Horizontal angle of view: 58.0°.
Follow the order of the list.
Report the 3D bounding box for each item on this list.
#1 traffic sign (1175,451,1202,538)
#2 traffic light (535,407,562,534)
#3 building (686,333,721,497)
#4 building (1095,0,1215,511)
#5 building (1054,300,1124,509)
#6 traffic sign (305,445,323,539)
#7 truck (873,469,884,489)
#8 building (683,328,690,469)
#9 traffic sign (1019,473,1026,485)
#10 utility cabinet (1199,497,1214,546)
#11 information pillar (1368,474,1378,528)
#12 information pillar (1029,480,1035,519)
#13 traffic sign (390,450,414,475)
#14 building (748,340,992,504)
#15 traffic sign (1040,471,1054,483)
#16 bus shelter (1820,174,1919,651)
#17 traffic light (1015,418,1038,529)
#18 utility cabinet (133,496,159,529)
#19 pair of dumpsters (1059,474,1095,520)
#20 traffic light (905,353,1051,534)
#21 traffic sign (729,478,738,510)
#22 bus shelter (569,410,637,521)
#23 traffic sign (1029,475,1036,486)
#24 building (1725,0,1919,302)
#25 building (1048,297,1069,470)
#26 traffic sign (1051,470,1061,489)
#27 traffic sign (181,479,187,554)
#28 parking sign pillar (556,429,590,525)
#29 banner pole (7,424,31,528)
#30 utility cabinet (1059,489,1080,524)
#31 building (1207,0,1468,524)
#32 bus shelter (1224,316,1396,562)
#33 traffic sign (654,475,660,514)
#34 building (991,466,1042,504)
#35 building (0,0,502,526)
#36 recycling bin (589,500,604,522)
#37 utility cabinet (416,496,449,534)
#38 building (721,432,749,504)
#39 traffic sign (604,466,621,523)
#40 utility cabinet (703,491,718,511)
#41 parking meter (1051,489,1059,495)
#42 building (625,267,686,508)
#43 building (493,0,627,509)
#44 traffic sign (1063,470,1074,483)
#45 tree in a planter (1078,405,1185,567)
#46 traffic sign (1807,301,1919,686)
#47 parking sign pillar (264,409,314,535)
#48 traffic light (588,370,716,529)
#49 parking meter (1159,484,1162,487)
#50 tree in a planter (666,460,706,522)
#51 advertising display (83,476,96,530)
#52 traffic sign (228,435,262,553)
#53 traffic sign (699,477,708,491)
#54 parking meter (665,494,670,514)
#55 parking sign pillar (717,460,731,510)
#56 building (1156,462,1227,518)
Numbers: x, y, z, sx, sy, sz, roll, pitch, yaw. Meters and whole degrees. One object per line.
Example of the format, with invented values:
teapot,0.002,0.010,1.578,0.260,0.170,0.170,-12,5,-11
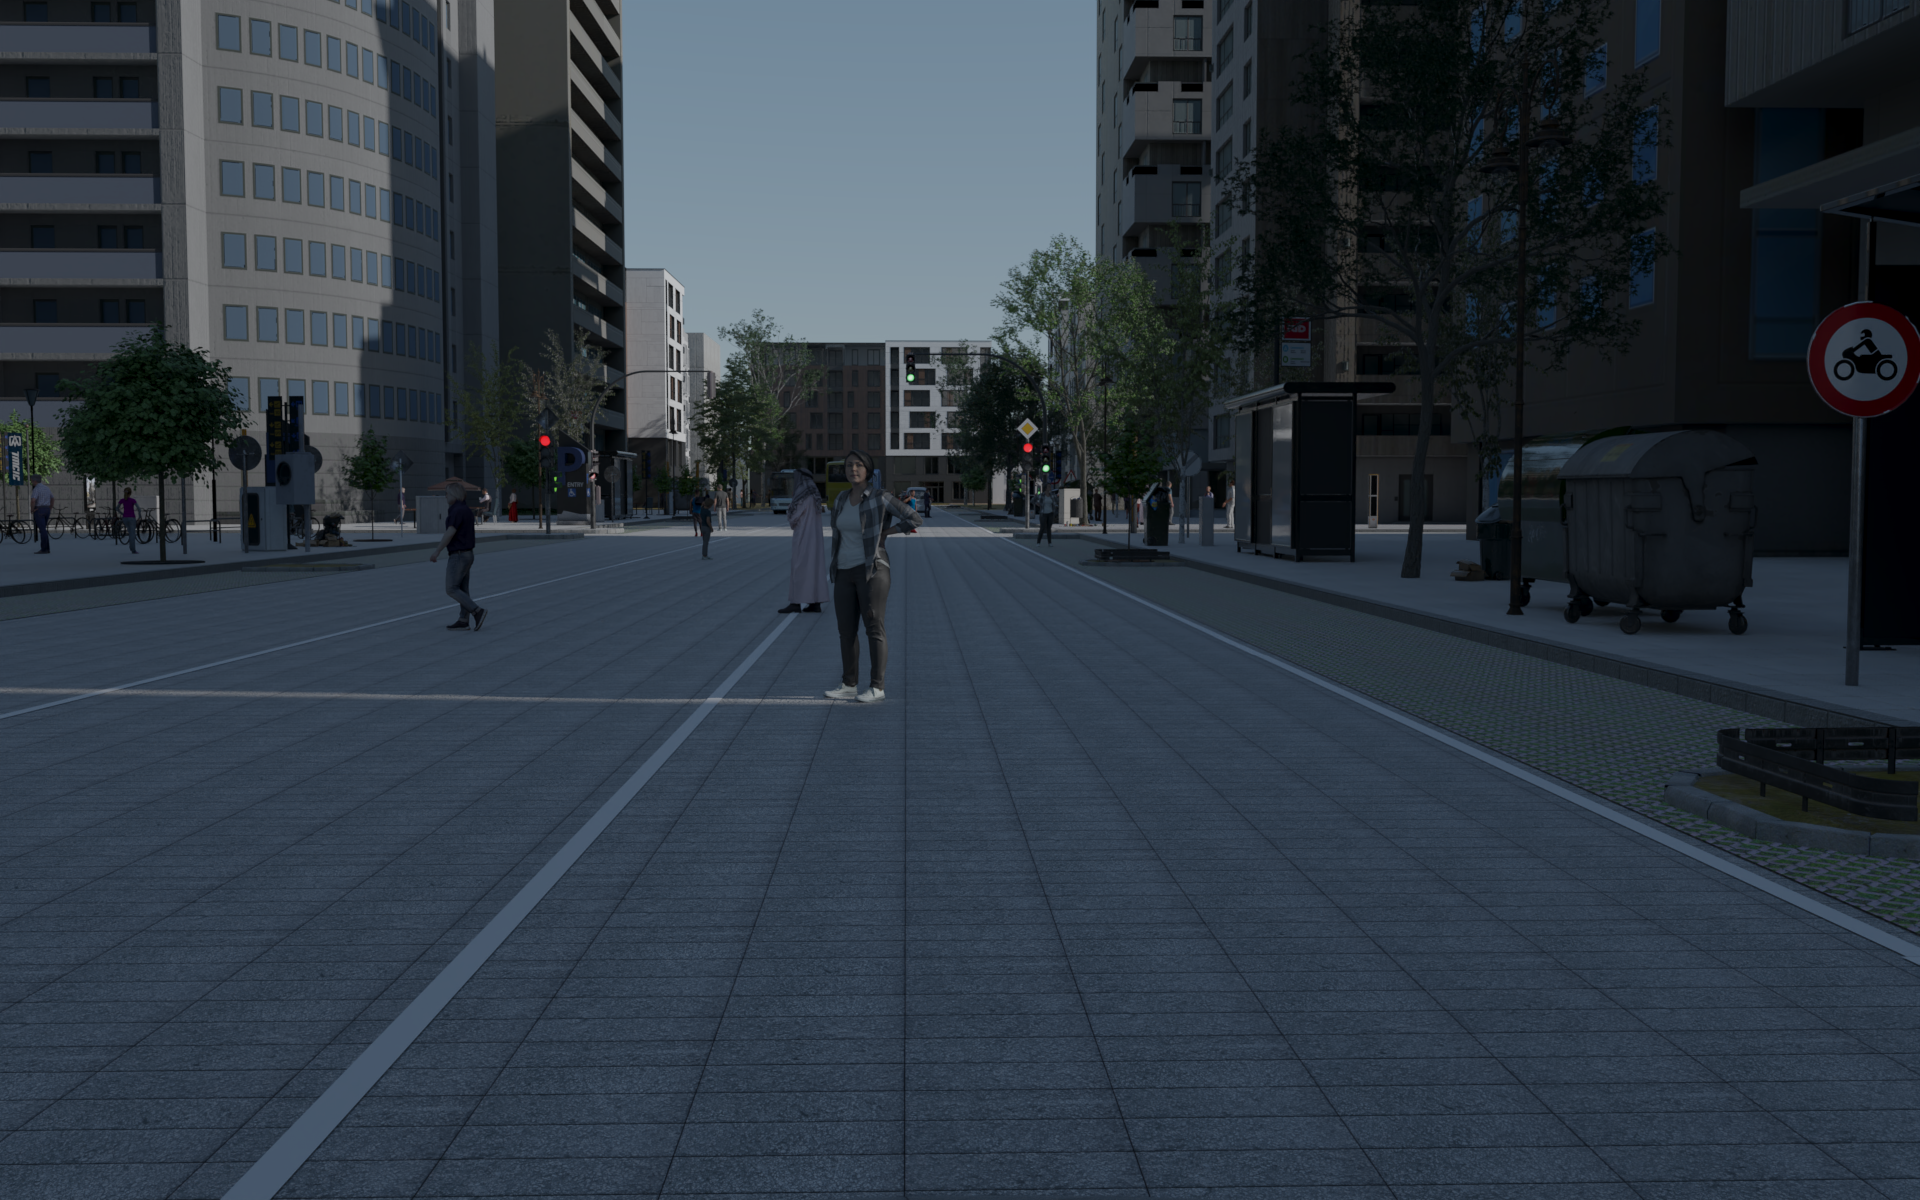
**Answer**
traffic sign,6.688,-3.097,50.737,0.768,2.556,0.104,0,4,4
traffic light,-13.213,-4.075,55.546,0.839,4.253,0.868,0,4,-2
building,-43.990,-20.254,197.616,31.486,18.905,16.747,0,4,-2
building,24.605,-32.792,125.385,28.713,52.752,27.495,0,4,-2
building,18.328,-17.932,159.653,16.747,18.905,31.486,0,4,-2
traffic sign,-17.082,-2.770,45.396,0.768,2.556,0.104,0,4,2
truck,-9.802,-11.794,182.592,2.967,4.110,18.799,0,4,-1
building,-35.691,-19.579,176.533,16.016,20.091,11.380,0,4,-2
traffic sign,3.794,-6.372,104.296,0.768,2.556,0.104,0,4,1
utility cabinet,6.138,-1.954,43.105,0.306,1.237,1.020,0,4,3
information pillar,15.410,-3.677,64.617,0.304,2.012,0.304,0,4,2
information pillar,3.730,-5.200,89.515,0.304,2.012,0.304,1,4,10
traffic sign,-16.586,-3.159,51.383,0.795,2.593,0.064,0,4,3
building,-12.487,-24.461,243.913,32.646,21.610,27.936,0,4,-2
traffic sign,4.483,-5.453,89.259,0.768,2.556,0.104,0,4,5
bus shelter,7.948,-1.216,11.157,1.731,3.624,6.357,0,4,-2
traffic light,2.474,-4.594,64.035,0.839,4.253,0.868,0,4,-2
utility cabinet,-30.109,-3.244,64.208,1.020,1.237,0.306,1,4,13
pair of dumpsters,5.841,-5.149,86.678,1.574,2.255,4.437,0,4,-2
traffic light,0.632,-4.965,55.848,4.771,5.953,1.251,0,4,-2
traffic sign,-18.206,-8.500,139.073,0.768,2.556,0.104,0,4,8
bus shelter,-17.617,-6.569,85.034,2.179,5.291,8.768,0,4,-2
traffic sign,4.725,-7.165,117.145,0.884,2.594,0.081,0,4,7
building,40.477,-30.369,85.775,27.495,52.752,28.713,0,4,-2
building,23.416,-21.271,191.747,27.936,21.610,32.646,0,4,-2
traffic sign,5.029,-5.659,92.632,0.768,2.556,0.104,0,4,7
traffic sign,-16.558,-2.252,36.931,0.768,2.556,0.104,0,4,5
parking sign pillar,-15.939,-5.073,71.414,1.447,3.967,1.447,1,4,10
banner pole,-33.732,-4.417,62.233,0.863,3.779,0.401,-1,4,-21
utility cabinet,4.671,-3.964,73.490,0.318,1.500,1.173,3,5,43
building,19.309,-18.733,77.980,14.107,30.474,14.160,0,4,-2
bus shelter,6.948,-3.607,36.603,2.179,5.291,8.768,0,4,-2
traffic sign,-19.461,-6.834,111.845,0.768,2.556,0.104,0,4,7
building,18.127,-18.003,236.487,28.070,9.664,9.099,0,4,-2
building,-36.250,-33.085,82.943,21.231,58.520,28.212,0,4,-2
recycling bin,-16.646,-4.069,79.079,0.722,1.027,0.722,-1,4,-19
utility cabinet,-17.074,-2.748,56.090,0.306,1.237,1.020,3,5,45
building,-42.976,-17.900,234.818,28.070,9.664,9.099,0,4,-2
traffic sign,-15.666,-4.768,78.060,0.768,2.556,0.104,0,4,2
utility cabinet,-18.362,-7.286,127.809,1.173,1.500,0.318,-3,5,-42
parking meter,4.408,-4.412,80.553,0.372,1.533,0.369,0,3,0
building,-40.533,-18.984,154.355,27.936,21.610,32.646,0,4,-2
building,-34.993,-30.133,116.384,21.300,48.544,21.600,0,4,-2
traffic sign,5.843,-5.574,91.146,0.884,2.594,0.081,0,4,1
tree in a planter,3.417,-2.302,34.865,1.991,3.239,1.994,0,4,-2
traffic sign,5.978,-0.699,11.531,0.768,2.556,0.104,0,4,0
parking sign pillar,-21.260,-4.055,54.779,1.447,3.967,1.447,0,4,-6
traffic light,-11.371,-5.441,63.627,4.771,5.953,1.251,0,4,-2
parking meter,7.249,-3.572,64.110,0.399,1.863,0.255,2,4,25
tree in a planter,-13.950,-5.587,88.566,1.991,3.239,1.994,0,4,-2
advertising display,-31.609,-3.529,62.915,0.123,1.923,0.974,-1,4,-10
traffic sign,-15.502,-2.291,37.558,0.768,2.556,0.104,0,4,7
traffic sign,-19.479,-8.024,131.300,0.768,2.556,0.104,0,4,2
parking meter,-18.520,-6.170,109.286,0.372,1.533,0.369,0,3,0
parking sign pillar,-18.904,-9.112,137.449,1.447,3.967,1.447,-2,4,-26
building,28.127,-24.972,100.169,32.217,40.220,23.993,0,4,-2
